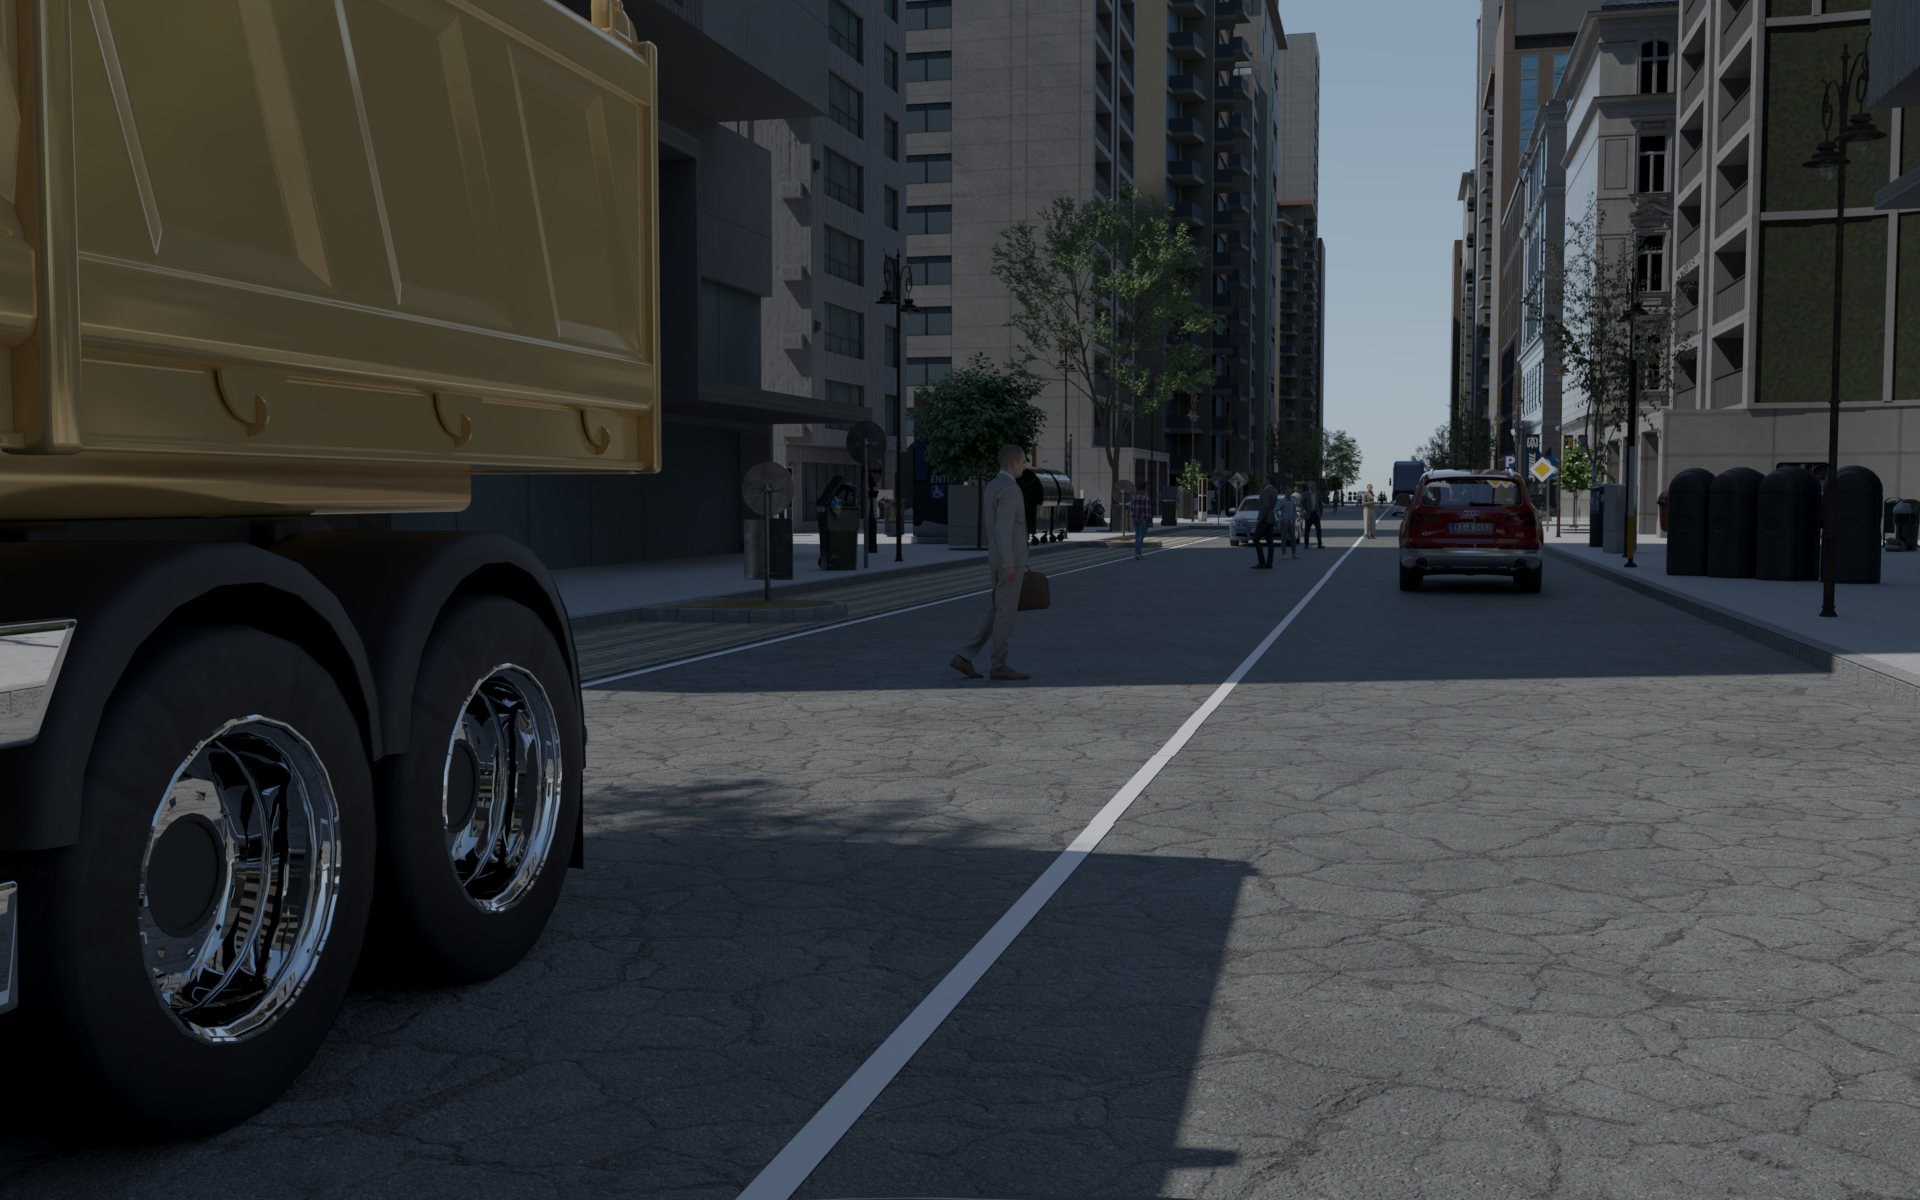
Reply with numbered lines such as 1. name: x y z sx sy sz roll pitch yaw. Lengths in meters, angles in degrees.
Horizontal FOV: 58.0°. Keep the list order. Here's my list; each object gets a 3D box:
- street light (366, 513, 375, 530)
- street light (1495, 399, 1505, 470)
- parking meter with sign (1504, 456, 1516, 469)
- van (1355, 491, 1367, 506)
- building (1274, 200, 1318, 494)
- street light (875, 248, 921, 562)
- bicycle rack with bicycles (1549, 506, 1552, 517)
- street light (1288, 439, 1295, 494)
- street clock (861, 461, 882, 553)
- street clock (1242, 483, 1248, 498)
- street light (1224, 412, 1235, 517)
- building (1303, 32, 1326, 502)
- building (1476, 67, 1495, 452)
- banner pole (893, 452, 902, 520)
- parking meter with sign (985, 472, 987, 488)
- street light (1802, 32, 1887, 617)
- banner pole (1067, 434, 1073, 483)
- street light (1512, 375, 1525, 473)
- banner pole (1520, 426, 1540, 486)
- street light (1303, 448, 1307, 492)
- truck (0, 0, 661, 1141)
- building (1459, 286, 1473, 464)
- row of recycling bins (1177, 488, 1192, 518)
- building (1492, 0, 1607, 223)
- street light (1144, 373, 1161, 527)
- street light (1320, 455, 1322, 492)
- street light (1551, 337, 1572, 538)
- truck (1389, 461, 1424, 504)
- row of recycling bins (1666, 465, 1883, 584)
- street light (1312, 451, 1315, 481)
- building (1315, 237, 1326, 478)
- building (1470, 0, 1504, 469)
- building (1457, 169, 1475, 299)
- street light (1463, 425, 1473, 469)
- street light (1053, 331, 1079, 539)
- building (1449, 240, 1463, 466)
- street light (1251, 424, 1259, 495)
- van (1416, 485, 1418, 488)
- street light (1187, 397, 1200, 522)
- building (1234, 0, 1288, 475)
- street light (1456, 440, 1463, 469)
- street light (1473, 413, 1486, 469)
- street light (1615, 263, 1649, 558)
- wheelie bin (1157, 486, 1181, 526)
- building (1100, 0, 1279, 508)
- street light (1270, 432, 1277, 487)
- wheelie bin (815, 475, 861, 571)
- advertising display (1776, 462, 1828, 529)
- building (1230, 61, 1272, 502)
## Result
1. street light: -5.500 -2.645 16.040 0.468 5.910 1.993 1 4 14
2. street light: 25.597 -6.697 82.278 0.468 5.910 1.993 1 4 14
3. parking meter with sign: 24.874 -5.001 78.026 0.543 3.016 1.738 1 4 10
4. van: 49.215 -12.499 211.365 2.013 2.044 4.112 1 4 13
5. building: 40.478 -36.587 252.815 22.147 44.769 28.867 1 4 14
6. street light: -1.162 -3.670 32.796 0.468 5.910 1.993 1 4 14
7. bicycle rack with bicycles: 31.234 -5.038 95.748 2.925 0.926 2.852 -1 4 -11
8. street light: 27.736 -10.591 145.954 0.468 5.910 1.993 1 4 14
9. street clock: -1.923 -2.022 37.629 0.358 2.002 0.471 2 4 33
10. street clock: 18.493 -6.591 112.330 0.358 2.002 0.471 3 4 37
11. street light: 14.914 -7.528 95.871 0.468 5.910 1.993 1 4 14
12. building: 48.467 -51.215 275.615 20.563 71.187 20.611 1 4 14
13. building: 63.871 -31.765 173.987 22.147 44.769 28.867 1 4 14
14. banner pole: -3.110 -5.937 87.094 0.863 3.779 0.401 -1 4 -19
15. parking meter with sign: 1.825 -4.443 68.902 1.738 3.016 0.543 -1 4 -18
16. street light: 9.088 -2.762 17.948 0.468 5.910 1.993 1 4 14
17. banner pole: 4.563 -5.028 72.217 0.401 3.779 0.863 -1 4 -11
18. street light: 21.714 -5.792 67.489 0.468 5.910 1.993 1 4 14
19. banner pole: 20.801 -4.494 63.491 0.863 3.779 0.401 1 4 23
20. street light: 33.795 -12.053 169.856 0.468 5.910 1.993 1 4 14
21. truck: -3.324 -0.361 1.819 3.469 3.379 9.791 1 4 12
22. building: 80.092 -29.414 252.626 14.160 30.474 14.107 1 4 14
23. row of recycling bins: 11.827 -5.249 92.933 1.069 1.692 3.534 0 4 -5
24. building: 54.730 -30.799 153.678 14.600 45.320 14.200 1 4 14
25. street light: 7.367 -5.728 66.444 0.468 5.910 1.993 1 4 14
26. street light: 42.210 -14.050 202.501 0.468 5.910 1.993 1 4 14
27. street light: 17.687 -4.785 51.026 0.468 5.910 1.993 1 4 14
28. truck: 35.064 -8.871 134.800 2.967 4.110 18.799 1 4 13
29. row of recycling bins: 12.212 -1.166 26.171 1.069 1.692 3.534 -2 4 -28
30. street light: 37.965 -13.049 186.136 0.468 5.910 1.993 1 4 14
31. building: 54.433 -39.375 293.894 14.600 45.320 14.200 1 4 14
32. building: 70.572 -40.322 201.260 21.231 58.520 28.212 1 4 14
33. building: 92.691 -41.688 270.835 28.713 52.752 27.495 1 4 14
34. street light: 33.975 -8.726 115.453 0.468 5.910 1.993 1 4 14
35. street light: 3.012 -4.681 49.330 0.468 5.910 1.993 1 4 14
36. building: 90.325 -39.330 293.158 14.600 45.320 14.200 1 4 14
37. street light: 19.040 -8.517 112.044 0.468 5.910 1.993 1 4 14
38. van: 18.234 -3.653 66.741 2.013 2.044 4.112 1 4 14
39. street light: 10.659 -6.505 79.149 0.468 5.910 1.993 1 4 14
40. building: 19.011 -36.288 182.555 28.713 52.752 27.495 1 4 14
41. street light: 38.201 -9.718 131.675 0.468 5.910 1.993 1 4 14
42. street light: 29.693 -7.707 98.804 0.468 5.910 1.993 1 4 14
43. street light: 13.462 -3.794 34.816 0.468 5.910 1.993 1 4 14
44. wheelie bin: 8.418 -3.781 69.735 0.980 1.594 0.693 1 4 17
45. building: 28.913 -46.850 204.249 20.563 71.187 20.611 1 4 14
46. street light: 23.428 -9.571 129.281 0.468 5.910 1.993 1 4 14
47. wheelie bin: -2.050 -1.308 29.296 0.693 1.594 0.980 -1 4 -19
48. advertising display: 16.937 -1.814 34.870 0.974 1.923 0.123 2 4 26
49. building: 21.099 -29.183 160.734 14.154 41.232 14.086 1 4 14
